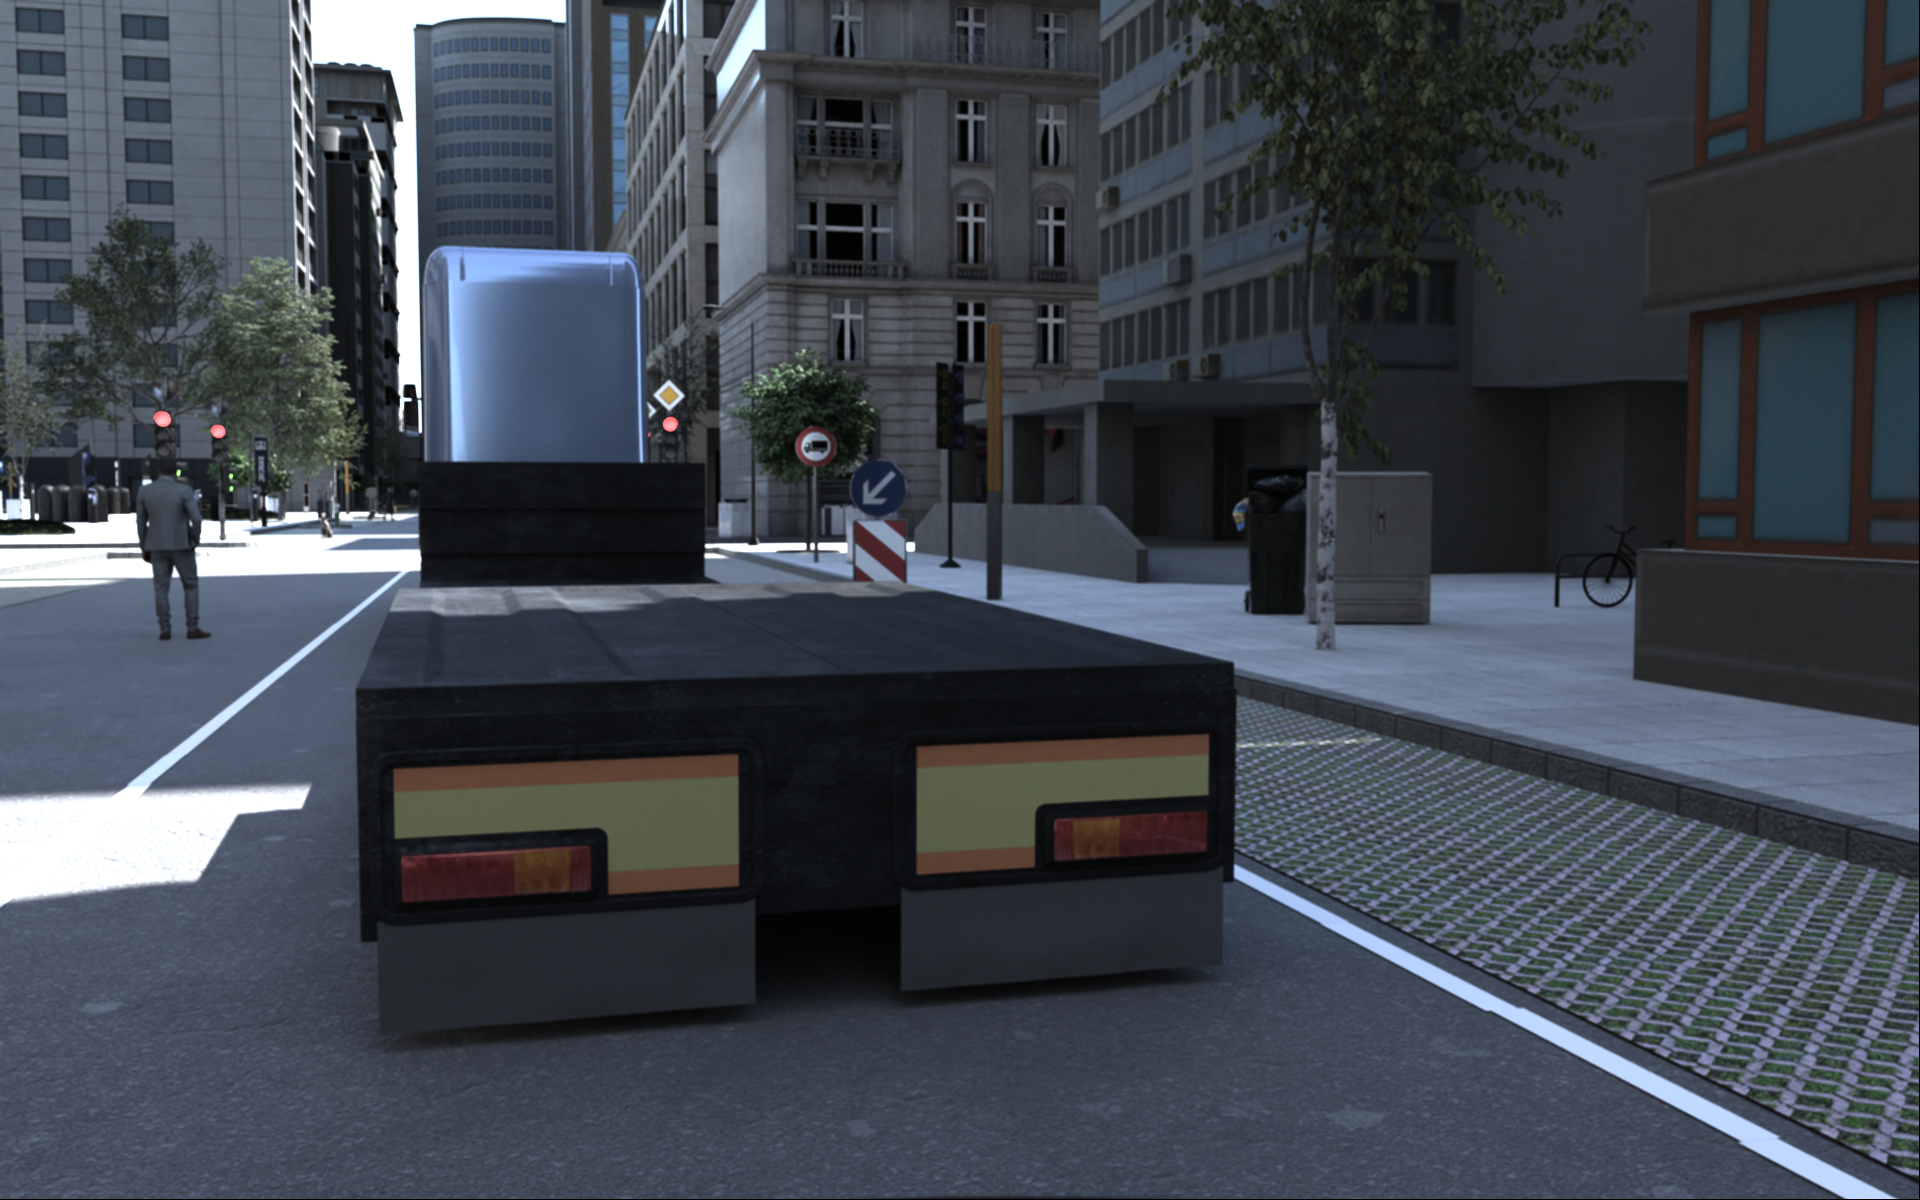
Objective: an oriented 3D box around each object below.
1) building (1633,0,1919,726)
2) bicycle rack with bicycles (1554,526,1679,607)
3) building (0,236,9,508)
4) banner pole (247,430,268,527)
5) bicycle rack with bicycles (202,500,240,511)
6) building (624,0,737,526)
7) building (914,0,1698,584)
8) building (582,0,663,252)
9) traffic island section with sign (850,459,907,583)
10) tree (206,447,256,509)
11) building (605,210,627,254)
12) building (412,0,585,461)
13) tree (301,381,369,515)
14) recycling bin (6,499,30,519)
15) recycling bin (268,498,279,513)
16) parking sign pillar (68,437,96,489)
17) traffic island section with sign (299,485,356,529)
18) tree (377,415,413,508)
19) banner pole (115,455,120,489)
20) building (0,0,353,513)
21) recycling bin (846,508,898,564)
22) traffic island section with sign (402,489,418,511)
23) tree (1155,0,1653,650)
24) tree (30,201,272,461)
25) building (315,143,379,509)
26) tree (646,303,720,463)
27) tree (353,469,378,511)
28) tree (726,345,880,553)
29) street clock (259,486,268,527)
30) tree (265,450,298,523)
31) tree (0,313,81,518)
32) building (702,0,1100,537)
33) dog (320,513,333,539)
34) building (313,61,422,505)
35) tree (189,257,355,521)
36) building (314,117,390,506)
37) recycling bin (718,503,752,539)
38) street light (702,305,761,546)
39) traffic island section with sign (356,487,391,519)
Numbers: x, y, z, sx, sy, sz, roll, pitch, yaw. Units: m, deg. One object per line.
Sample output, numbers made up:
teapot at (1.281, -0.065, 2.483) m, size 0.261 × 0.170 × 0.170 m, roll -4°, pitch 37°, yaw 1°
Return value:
building at (21.723, -9.534, 0.920) m, size 27.650 × 21.520 × 28.899 m, roll -1°, pitch 4°, yaw -15°
bicycle rack with bicycles at (8.096, -0.346, 19.041) m, size 2.925 × 0.926 × 2.852 m, roll -1°, pitch 4°, yaw -18°
building at (-96.820, -31.536, 170.233) m, size 28.867 × 44.769 × 22.147 m, roll -1°, pitch 4°, yaw -15°
banner pole at (-27.440, -4.747, 67.629) m, size 0.863 × 3.779 × 0.401 m, roll -2°, pitch 4°, yaw -26°
bicycle rack with bicycles at (-44.253, -5.461, 102.667) m, size 2.852 × 0.926 × 2.925 m, roll 3°, pitch 4°, yaw 38°
building at (-5.982, -17.348, 88.158) m, size 19.350 × 26.468 × 34.151 m, roll -1°, pitch 4°, yaw -15°
building at (16.337, -20.955, 34.492) m, size 32.217 × 40.220 × 23.993 m, roll -1°, pitch 4°, yaw -15°
building at (-23.657, -30.169, 143.374) m, size 14.600 × 45.320 × 14.200 m, roll -1°, pitch 4°, yaw -15°
traffic island section with sign at (-1.219, -0.720, 20.397) m, size 1.989 × 1.847 × 2.006 m, roll -1°, pitch 4°, yaw -15°
tree at (-45.992, -7.711, 109.791) m, size 4.285 × 4.588 × 4.351 m, roll 0°, pitch 3°, yaw 0°
building at (-17.078, -17.035, 114.675) m, size 11.583 × 22.565 × 21.152 m, roll -1°, pitch 4°, yaw -15°
building at (-51.994, -41.071, 213.515) m, size 28.212 × 58.520 × 21.231 m, roll -1°, pitch 4°, yaw -15°
tree at (-39.226, -9.652, 108.178) m, size 4.737 × 8.622 × 4.395 m, roll 0°, pitch 3°, yaw 0°
recycling bin at (-44.214, -4.205, 81.310) m, size 0.722 × 1.027 × 0.722 m, roll 1°, pitch 4°, yaw 9°
recycling bin at (-42.030, -5.736, 106.340) m, size 0.722 × 1.027 × 0.722 m, roll -3°, pitch 5°, yaw -41°
parking sign pillar at (-40.762, -5.666, 81.112) m, size 1.447 × 3.967 × 1.447 m, roll -2°, pitch 4°, yaw -30°
traffic island section with sign at (-26.510, -3.902, 72.433) m, size 1.989 × 1.847 × 2.006 m, roll -1°, pitch 4°, yaw -15°
tree at (-52.024, -12.733, 158.551) m, size 4.737 × 8.622 × 4.395 m, roll 0°, pitch 3°, yaw 0°
banner pole at (-54.183, -7.427, 111.448) m, size 0.401 × 3.779 × 0.863 m, roll 0°, pitch 4°, yaw -3°
building at (-55.723, -42.007, 125.061) m, size 20.563 × 71.187 × 20.611 m, roll -1°, pitch 4°, yaw -15°
recycling bin at (-1.615, -1.175, 31.772) m, size 0.722 × 1.027 × 0.722 m, roll -2°, pitch 4°, yaw -33°
traffic island section with sign at (-46.036, -8.409, 146.121) m, size 1.989 × 1.847 × 2.006 m, roll -1°, pitch 4°, yaw -15°
tree at (3.257, -3.895, 14.045) m, size 4.737 × 8.622 × 4.395 m, roll 0°, pitch 3°, yaw 0°
tree at (-26.222, -7.446, 56.163) m, size 7.601 × 10.594 × 8.767 m, roll -2°, pitch 4°, yaw -30°
building at (-56.623, -22.796, 144.417) m, size 14.160 × 30.474 × 14.107 m, roll -1°, pitch 4°, yaw -15°
tree at (-10.736, -7.069, 65.940) m, size 4.360 × 8.622 × 3.978 m, roll 0°, pitch 3°, yaw 0°
tree at (-45.006, -8.387, 131.730) m, size 1.663 × 3.219 × 1.824 m, roll 0°, pitch 3°, yaw 0°
tree at (-3.441, -3.336, 38.263) m, size 4.285 × 4.588 × 4.351 m, roll 0°, pitch 3°, yaw 0°
street clock at (-27.513, -3.907, 68.445) m, size 0.358 × 2.002 × 0.471 m, roll -1°, pitch 4°, yaw -11°
tree at (-30.516, -5.042, 77.030) m, size 1.663 × 3.219 × 1.824 m, roll 0°, pitch 3°, yaw 0°
tree at (-38.507, -7.393, 71.241) m, size 4.360 × 8.622 × 3.978 m, roll 0°, pitch 3°, yaw 0°
building at (3.888, -13.349, 60.063) m, size 24.055 × 21.916 × 13.314 m, roll -1°, pitch 4°, yaw -15°
dog at (-20.392, -2.397, 56.026) m, size 0.513 × 0.831 × 0.800 m, roll 3°, pitch 5°, yaw 42°
building at (-80.037, -38.016, 210.792) m, size 27.495 × 52.752 × 28.713 m, roll -1°, pitch 4°, yaw -15°
tree at (-33.161, -10.124, 83.658) m, size 7.486 × 12.596 × 7.792 m, roll 0°, pitch 3°, yaw 0°
building at (-70.062, -29.399, 172.562) m, size 23.993 × 40.220 × 32.217 m, roll -1°, pitch 4°, yaw -15°
recycling bin at (-6.542, -2.313, 50.366) m, size 0.722 × 1.027 × 0.722 m, roll -3°, pitch 5°, yaw -40°
street light at (-5.651, -4.297, 42.804) m, size 1.470 × 5.913 × 1.316 m, roll -1°, pitch 4°, yaw -15°
traffic island section with sign at (-33.419, -5.496, 98.492) m, size 1.989 × 1.847 × 2.006 m, roll -1°, pitch 4°, yaw -15°
